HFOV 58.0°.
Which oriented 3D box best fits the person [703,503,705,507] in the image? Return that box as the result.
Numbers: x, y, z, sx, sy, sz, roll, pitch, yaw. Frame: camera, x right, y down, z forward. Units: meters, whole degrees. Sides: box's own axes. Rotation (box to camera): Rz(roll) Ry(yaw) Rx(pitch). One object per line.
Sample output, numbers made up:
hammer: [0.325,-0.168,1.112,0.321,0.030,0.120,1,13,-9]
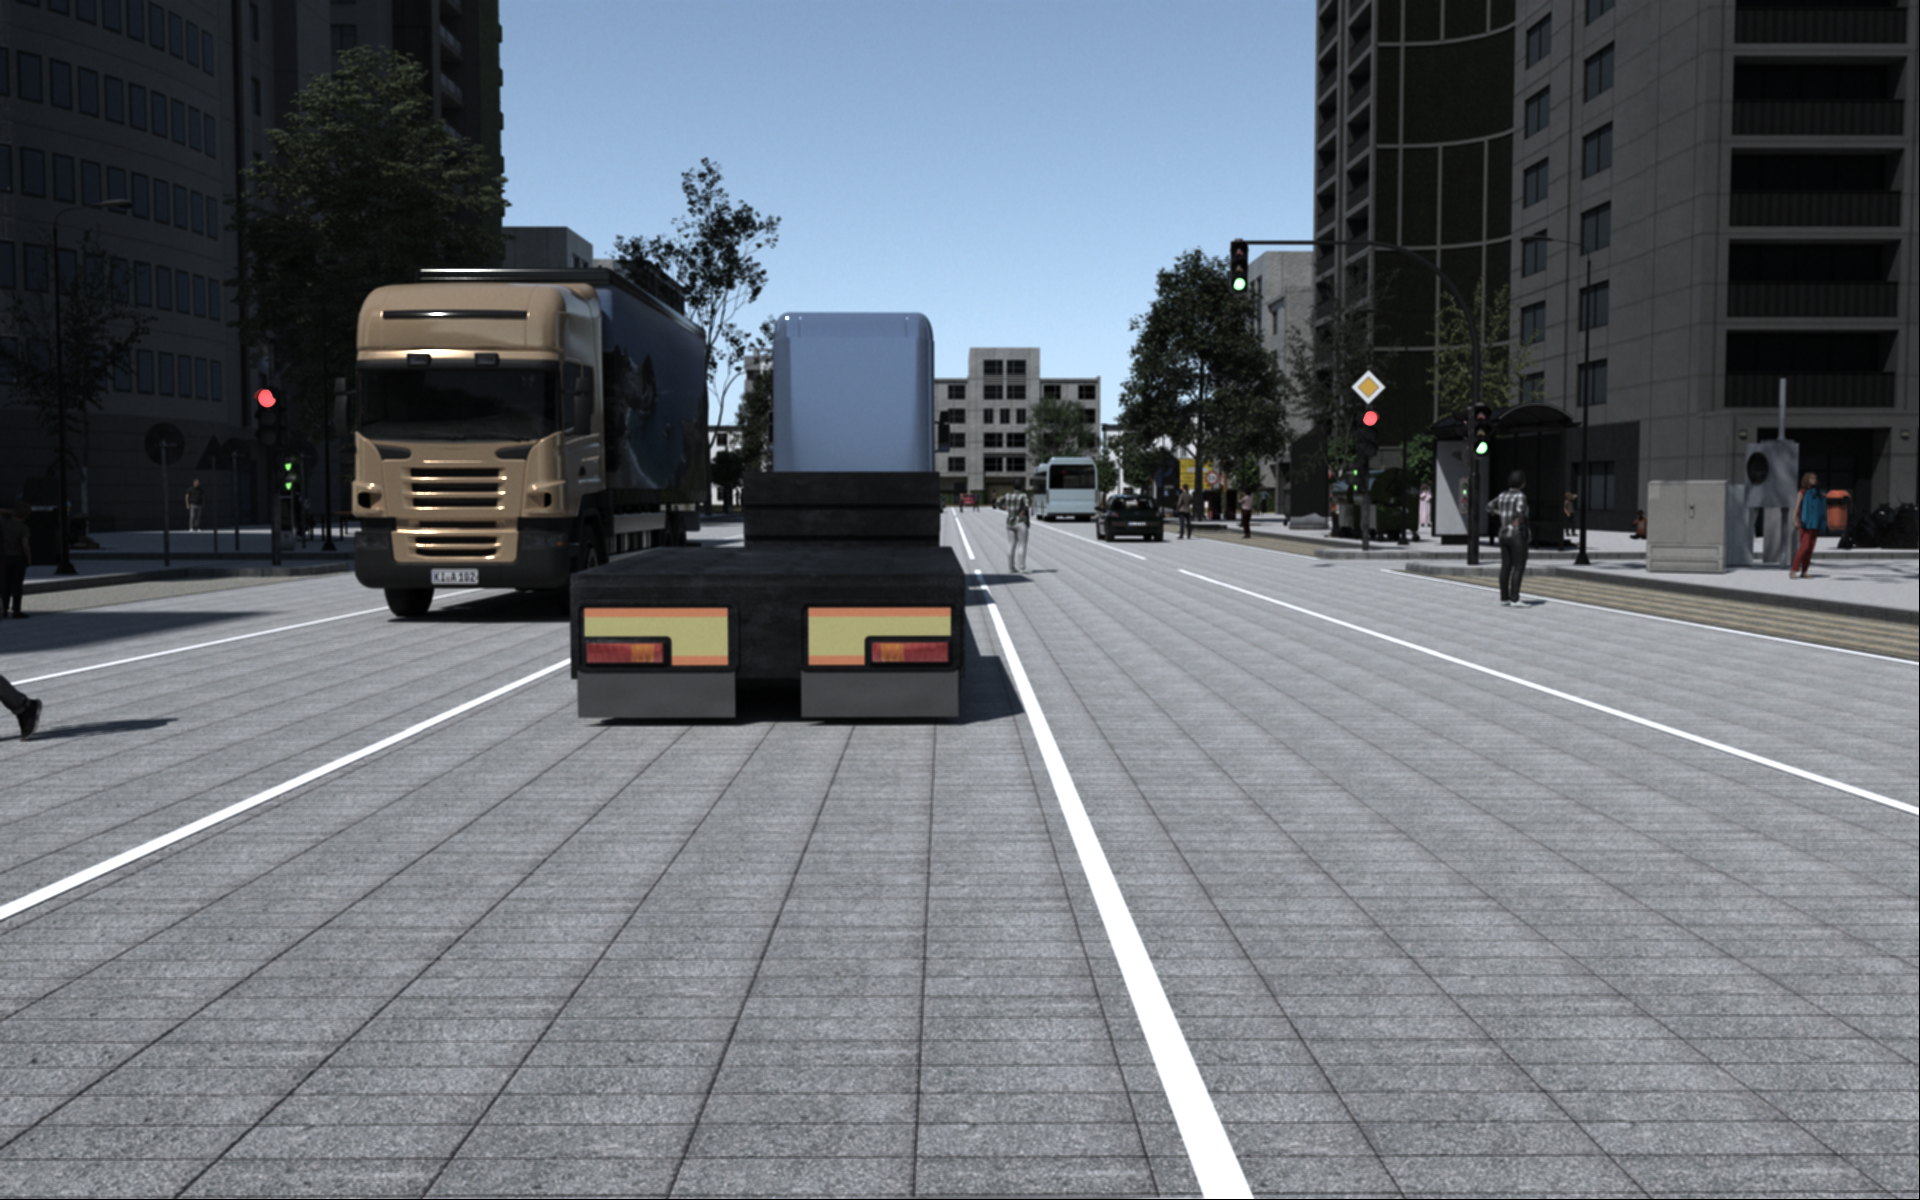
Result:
person: [-25.820,-10.160,175.385,0.697,1.427,0.421,2,4,30]

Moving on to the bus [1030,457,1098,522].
bus: [5.508,-6.003,93.014,2.948,3.499,13.247,0,4,-1]

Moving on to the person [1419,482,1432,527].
person: [18.299,-3.762,68.224,0.551,1.740,0.621,-1,4,-10]

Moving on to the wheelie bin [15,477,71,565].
wheelie bin: [-16.528,-1.430,31.290,0.980,1.594,0.693,-1,4,-10]

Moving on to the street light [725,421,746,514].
street light: [-14.319,-8.430,110.368,1.470,5.913,1.316,0,4,0]

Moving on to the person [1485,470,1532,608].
person: [7.022,-0.783,22.018,0.376,1.734,0.841,0,4,-7]

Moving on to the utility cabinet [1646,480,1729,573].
utility cabinet: [11.806,-1.190,28.136,1.173,1.500,0.318,2,4,33]

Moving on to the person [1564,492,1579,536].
person: [18.634,-2.621,52.799,0.435,1.345,0.340,-3,5,-41]

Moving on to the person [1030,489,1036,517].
person: [4.585,-6.078,107.997,0.434,1.807,0.598,1,4,13]

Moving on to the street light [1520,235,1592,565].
street light: [10.749,-3.590,31.240,1.470,5.913,1.316,0,4,0]

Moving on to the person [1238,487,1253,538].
person: [9.208,-2.813,55.950,0.517,1.644,0.566,1,4,14]

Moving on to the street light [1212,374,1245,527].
street light: [10.438,-5.777,66.991,1.470,5.913,1.316,0,4,0]

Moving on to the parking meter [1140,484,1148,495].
parking meter: [11.107,-6.080,105.125,0.255,1.863,0.399,0,4,2]

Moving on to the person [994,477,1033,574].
person: [1.027,-1.352,31.331,0.376,1.734,0.841,-3,5,-40]

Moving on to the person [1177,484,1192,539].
person: [7.116,-2.831,55.320,0.617,1.759,0.750,-1,4,-16]

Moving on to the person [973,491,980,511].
person: [1.356,-8.148,142.639,0.541,1.710,0.530,2,4,23]

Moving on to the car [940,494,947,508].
car: [-2.406,-10.212,178.767,2.131,1.459,4.920,0,3,0]

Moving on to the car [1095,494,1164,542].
car: [5.179,-2.648,53.080,2.009,1.686,4.222,0,4,-1]

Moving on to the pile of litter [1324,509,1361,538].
pile of litter: [11.428,-2.286,51.335,1.176,0.858,1.719,0,4,-2]

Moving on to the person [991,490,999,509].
person: [3.307,-9.588,165.275,0.705,1.823,1.348,-2,4,-30]

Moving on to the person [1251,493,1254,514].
person: [18.522,-6.255,110.378,0.319,1.574,0.516,-3,5,-43]

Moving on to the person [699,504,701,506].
person: [-28.334,-11.134,188.530,0.683,1.767,0.568,2,4,32]

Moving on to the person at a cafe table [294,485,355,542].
person at a cafe table: [-17.833,-2.381,47.440,1.698,1.524,1.622,1,4,21]

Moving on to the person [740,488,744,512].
person: [-16.098,-7.372,127.368,0.721,1.735,1.217,-1,4,-14]

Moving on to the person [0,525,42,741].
person: [-5.570,0.049,9.914,0.471,1.553,0.569,-1,4,-12]

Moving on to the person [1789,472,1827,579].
person: [12.882,-1.134,26.288,0.593,1.614,0.444,0,4,2]

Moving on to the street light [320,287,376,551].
street light: [-13.740,-4.066,39.021,1.470,5.913,1.316,0,4,0]

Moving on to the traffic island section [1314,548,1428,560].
traffic island section: [9.233,-1.043,39.341,2.009,0.180,2.903,0,4,0]

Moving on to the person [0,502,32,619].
person: [-10.916,-0.463,19.981,0.435,1.345,0.340,-1,4,-9]

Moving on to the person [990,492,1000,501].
person: [3.590,-10.199,175.782,1.217,1.766,0.721,-2,4,-29]

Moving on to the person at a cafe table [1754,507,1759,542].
person at a cafe table: [20.726,-2.347,46.884,1.622,1.524,1.698,3,4,39]

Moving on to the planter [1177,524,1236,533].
planter: [9.044,-2.621,63.999,1.991,0.319,1.994,0,4,0]

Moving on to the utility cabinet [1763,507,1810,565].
utility cabinet: [15.269,-1.272,31.965,0.306,1.237,1.020,-1,4,-9]

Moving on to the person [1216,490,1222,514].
person: [16.786,-6.388,112.699,0.590,1.554,0.614,1,4,9]

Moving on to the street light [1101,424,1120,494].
street light: [9.961,-8.675,114.381,1.470,5.913,1.316,0,4,0]

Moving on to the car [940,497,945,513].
car: [-2.191,-7.387,132.569,2.131,1.459,4.920,0,4,0]

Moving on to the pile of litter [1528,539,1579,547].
pile of litter: [14.515,-1.753,42.625,1.176,0.858,1.719,0,4,-7]

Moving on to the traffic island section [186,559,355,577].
traffic island section: [-12.327,-0.545,31.196,2.009,0.180,2.903,0,4,0]

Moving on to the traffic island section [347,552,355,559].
traffic island section: [-12.388,-1.034,39.181,2.009,0.180,2.903,0,4,0]

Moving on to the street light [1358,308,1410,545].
street light: [10.639,-4.339,43.481,1.470,5.913,1.316,0,4,0]

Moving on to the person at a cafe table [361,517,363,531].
person at a cafe table: [-18.641,-2.845,55.039,1.622,1.524,1.698,2,4,29]

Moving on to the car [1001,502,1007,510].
car: [4.671,-8.708,154.181,2.131,1.459,4.920,0,4,-2]

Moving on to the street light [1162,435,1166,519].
street light: [10.131,-7.237,90.871,1.470,5.913,1.316,0,4,0]

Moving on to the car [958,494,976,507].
car: [0.849,-10.924,187.639,2.155,1.783,4.494,0,4,0]

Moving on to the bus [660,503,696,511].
bus: [-9.343,-3.335,46.074,2.896,3.916,12.252,0,4,1]

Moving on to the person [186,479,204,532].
person: [-26.106,-3.240,59.143,0.598,1.807,0.434,-3,4,-37]

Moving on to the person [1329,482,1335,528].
person: [14.227,-3.594,65.531,0.376,1.734,0.841,-1,4,-19]

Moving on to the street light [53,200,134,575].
street light: [-13.742,-3.361,27.487,1.470,5.913,1.316,0,4,0]

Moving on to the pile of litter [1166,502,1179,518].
pile of litter: [11.573,-4.847,93.211,1.719,0.858,1.176,1,4,11]

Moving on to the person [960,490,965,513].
person: [0.203,-7.670,134.605,0.721,1.736,1.217,0,4,-8]

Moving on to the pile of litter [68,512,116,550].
pile of litter: [-20.516,-1.599,40.117,1.719,0.858,1.176,1,4,10]

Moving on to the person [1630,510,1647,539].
person: [19.348,-2.131,49.175,0.859,0.850,0.655,3,4,36]

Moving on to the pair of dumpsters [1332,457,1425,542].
pair of dumpsters: [11.607,-2.792,48.145,1.574,2.255,4.437,0,4,-1]

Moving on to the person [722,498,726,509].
person: [-18.150,-7.647,134.325,1.065,1.426,0.557,1,4,17]

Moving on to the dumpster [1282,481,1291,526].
dumpster: [13.596,-3.860,68.872,1.264,1.857,1.865,0,4,0]

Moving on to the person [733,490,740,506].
person: [-23.812,-10.948,185.051,0.705,1.822,1.348,-3,5,-39]

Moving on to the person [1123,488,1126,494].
person: [14.574,-8.978,152.844,0.705,1.823,1.348,-1,4,-14]

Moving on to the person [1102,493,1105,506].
person: [15.304,-10.940,185.643,0.721,1.736,1.217,0,4,1]

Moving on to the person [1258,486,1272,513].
person: [20.981,-6.932,119.375,0.705,1.826,1.348,-2,4,-32]

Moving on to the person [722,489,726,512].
person: [-17.153,-7.371,127.011,0.568,1.767,0.683,-3,5,-40]
